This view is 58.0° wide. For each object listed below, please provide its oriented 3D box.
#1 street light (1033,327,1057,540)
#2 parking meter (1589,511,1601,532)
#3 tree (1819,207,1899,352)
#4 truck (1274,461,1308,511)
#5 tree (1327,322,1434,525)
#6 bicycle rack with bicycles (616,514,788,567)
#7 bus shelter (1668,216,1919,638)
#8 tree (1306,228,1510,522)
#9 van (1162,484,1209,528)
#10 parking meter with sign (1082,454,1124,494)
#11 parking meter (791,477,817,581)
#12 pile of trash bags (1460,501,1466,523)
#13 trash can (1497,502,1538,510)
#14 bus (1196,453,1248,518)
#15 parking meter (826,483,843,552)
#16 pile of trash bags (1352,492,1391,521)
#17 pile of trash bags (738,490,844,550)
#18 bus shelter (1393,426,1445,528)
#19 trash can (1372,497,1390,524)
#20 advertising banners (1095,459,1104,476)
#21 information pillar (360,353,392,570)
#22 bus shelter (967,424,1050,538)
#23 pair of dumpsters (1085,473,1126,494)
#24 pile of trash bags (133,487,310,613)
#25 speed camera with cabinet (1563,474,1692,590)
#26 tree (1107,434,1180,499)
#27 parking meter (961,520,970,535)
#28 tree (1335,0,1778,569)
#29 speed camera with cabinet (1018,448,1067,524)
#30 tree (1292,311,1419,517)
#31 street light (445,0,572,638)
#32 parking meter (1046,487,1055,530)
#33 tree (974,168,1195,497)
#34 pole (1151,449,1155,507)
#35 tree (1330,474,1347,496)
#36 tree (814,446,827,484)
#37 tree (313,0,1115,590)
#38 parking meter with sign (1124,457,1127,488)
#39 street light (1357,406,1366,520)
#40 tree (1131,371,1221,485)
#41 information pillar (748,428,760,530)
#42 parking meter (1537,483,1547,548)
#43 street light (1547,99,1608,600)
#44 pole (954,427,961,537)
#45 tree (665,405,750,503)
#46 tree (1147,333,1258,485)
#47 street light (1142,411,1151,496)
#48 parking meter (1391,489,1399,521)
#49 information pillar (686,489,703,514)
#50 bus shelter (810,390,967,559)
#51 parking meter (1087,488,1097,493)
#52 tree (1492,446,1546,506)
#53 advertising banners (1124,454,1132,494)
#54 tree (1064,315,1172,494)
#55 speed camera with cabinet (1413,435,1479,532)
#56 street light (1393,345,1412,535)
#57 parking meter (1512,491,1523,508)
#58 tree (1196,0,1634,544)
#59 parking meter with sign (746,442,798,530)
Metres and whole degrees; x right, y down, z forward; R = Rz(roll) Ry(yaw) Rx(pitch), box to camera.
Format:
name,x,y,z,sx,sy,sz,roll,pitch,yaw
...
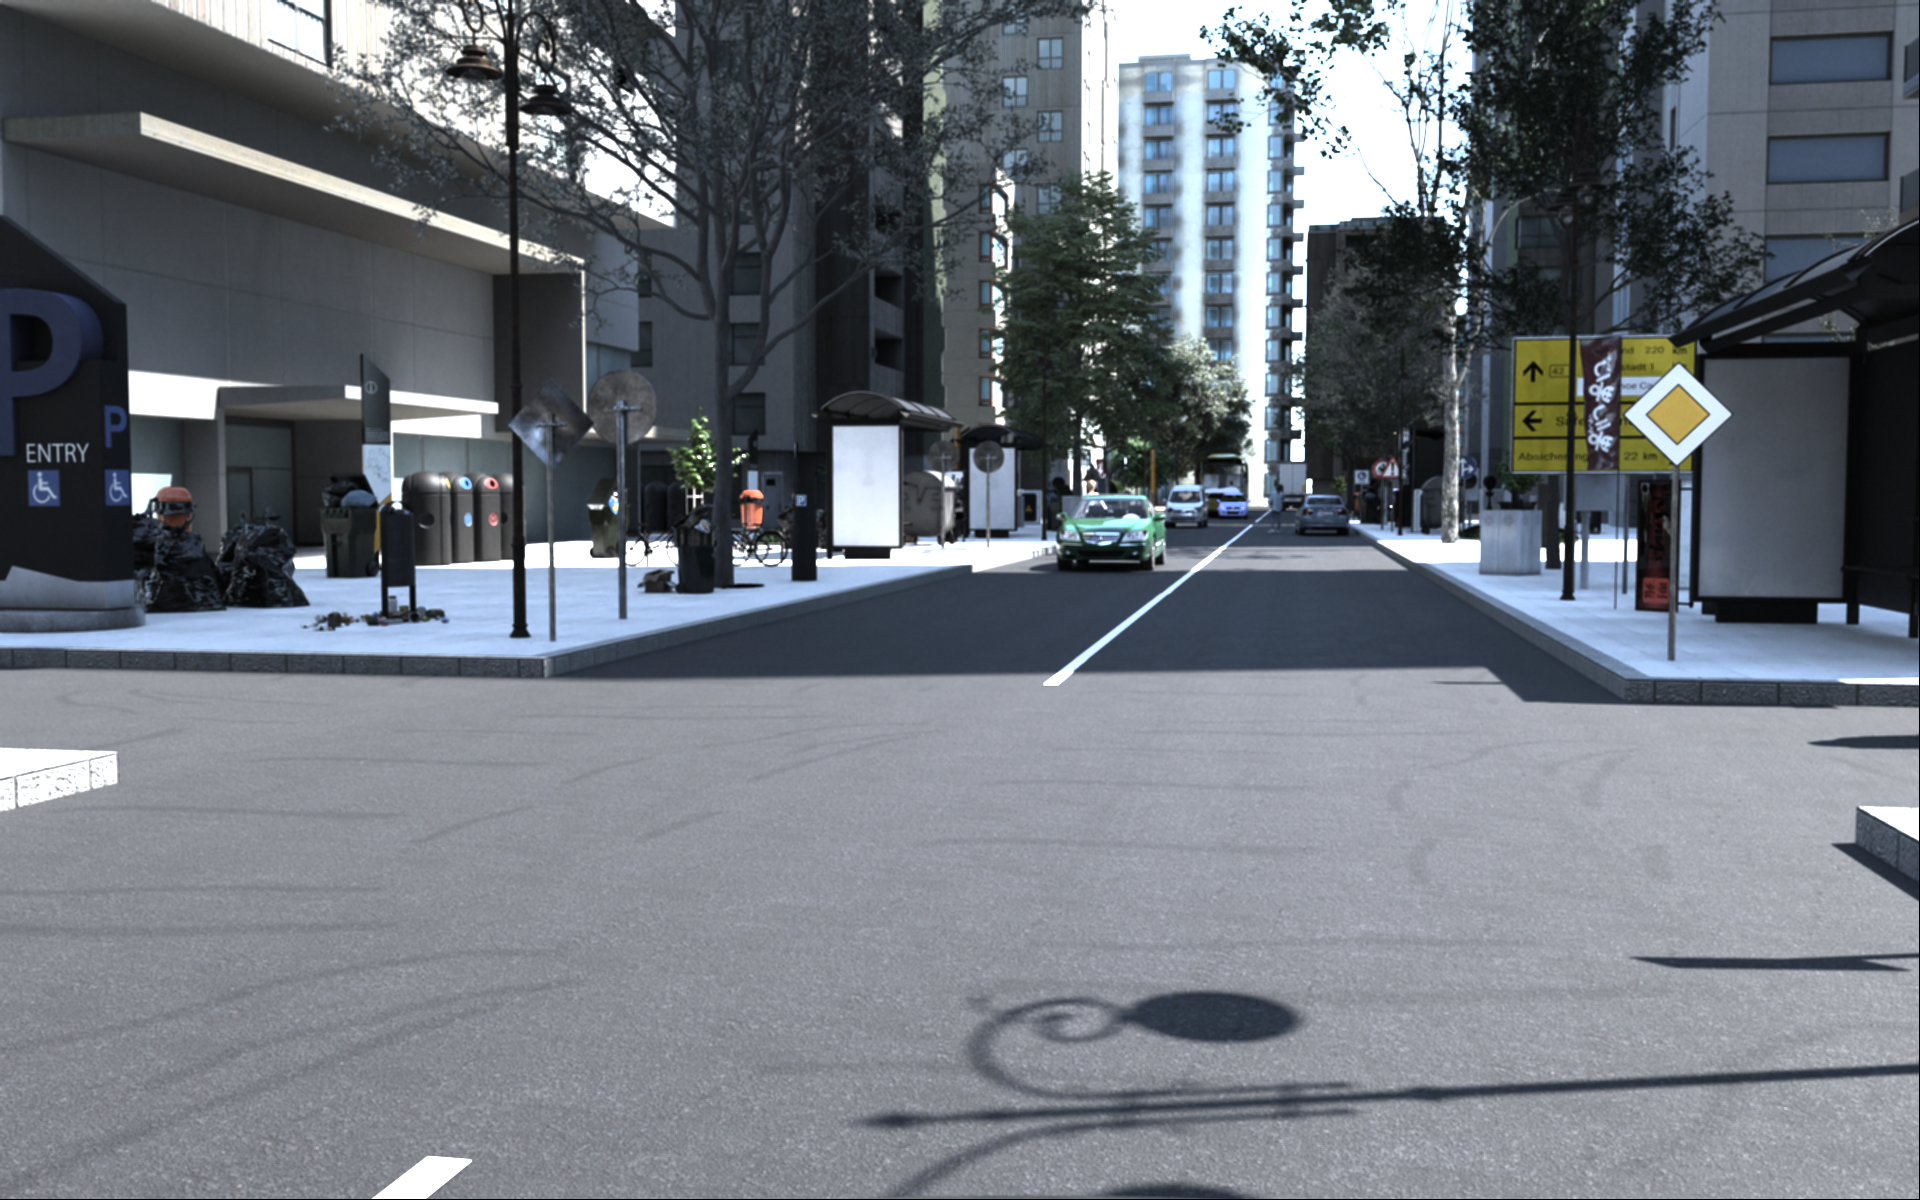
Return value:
name,x,y,z,sx,sy,sz,roll,pitch,yaw
street light,2.351,-4.611,48.172,0.468,5.910,1.993,1,4,11
parking meter,21.053,-2.996,57.390,0.372,1.533,0.369,0,3,0
tree,23.928,-5.746,44.306,4.360,8.622,3.978,0,3,0
truck,28.879,-9.911,150.960,2.839,4.237,11.283,1,4,10
tree,17.334,-7.394,71.256,4.360,8.622,3.978,0,3,0
bicycle rack with bicycles,-4.342,-1.091,31.218,2.925,0.926,2.852,2,4,25
bus shelter,7.626,-1.269,14.676,2.014,3.302,5.546,1,4,11
tree,19.501,-10.294,78.671,12.009,13.543,11.850,0,3,0
van,9.753,-4.130,74.535,2.013,2.044,4.112,1,4,12
parking meter with sign,6.143,-4.817,75.018,1.738,3.016,0.543,-2,4,-34
parking meter,-2.309,-1.053,25.632,0.372,1.533,0.369,0,3,0
pile of trash bags,21.768,-4.155,77.692,1.912,1.369,3.447,0,4,-3
trash can,10.424,-1.270,32.412,0.748,1.137,0.748,0,3,0
bus,16.614,-7.154,108.518,2.896,3.916,12.252,1,4,11
parking meter,-2.794,-1.846,38.595,0.372,1.533,0.369,0,3,0
pile of trash bags,19.949,-4.486,83.098,1.912,1.369,3.447,-2,4,-23
pile of trash bags,-3.799,-1.924,41.213,3.447,1.369,1.912,2,4,27
bus shelter,16.655,-4.350,62.404,1.731,3.624,6.357,1,4,11
trash can,17.913,-3.796,73.710,0.748,1.137,0.748,0,3,0
advertising banners,7.527,-5.435,85.046,2.074,3.025,0.090,3,4,36
information pillar,-9.790,-2.305,29.040,0.183,3.616,0.504,3,5,45
bus shelter,1.357,-3.599,52.774,2.014,3.302,5.546,1,4,11
pair of dumpsters,6.568,-4.647,78.469,1.574,2.255,4.437,1,4,11
pile of trash bags,-8.999,-0.650,20.387,1.912,1.369,3.447,-2,4,-35
speed camera with cabinet,9.251,-1.774,23.337,2.038,3.252,0.660,0,4,5
tree,10.371,-6.797,94.843,4.285,4.588,4.351,0,3,0
parking meter,0.133,-2.845,54.924,0.372,1.533,0.369,0,3,0
tree,9.850,-5.806,29.337,7.601,10.594,8.767,-1,4,-16
speed camera with cabinet,3.495,-4.825,73.220,2.038,3.252,0.660,0,4,7
tree,22.409,-10.539,98.069,9.928,11.665,9.643,0,3,0
street light,-3.945,-2.603,15.355,0.468,5.910,1.993,1,4,11
parking meter,3.243,-3.236,61.325,0.372,1.533,0.369,0,3,0
tree,4.287,-8.701,60.396,7.486,12.596,7.792,0,3,0
pole,8.787,-5.202,78.892,0.158,3.312,0.155,0,3,0
tree,35.724,-10.260,162.359,1.663,3.219,1.824,0,3,0
tree,-3.818,-3.920,58.699,1.663,3.219,1.824,0,3,0
tree,-3.142,-6.918,23.479,12.009,13.543,11.850,0,3,0
parking meter with sign,7.003,-5.265,82.348,1.738,3.016,0.543,1,4,15
street light,20.008,-6.963,86.633,0.468,5.910,1.993,1,4,11
tree,15.083,-11.446,121.555,7.601,10.594,8.767,1,4,21
information pillar,-7.353,-4.293,61.551,0.183,3.616,0.504,2,4,31
parking meter,13.842,-1.991,40.966,0.372,1.533,0.369,0,3,0
street light,7.365,-2.938,20.816,0.468,5.910,1.993,1,4,11
pole,-0.073,-3.526,51.492,0.158,3.312,0.155,0,3,0
tree,-5.715,-2.648,37.897,1.663,3.219,1.824,0,3,0
tree,18.777,-14.029,136.034,9.857,13.997,8.962,0,3,0
street light,8.659,-6.618,80.987,0.468,5.910,1.993,1,4,11
parking meter,20.093,-4.374,79.919,0.372,1.533,0.369,0,3,0
information pillar,-6.808,-2.442,44.422,0.304,2.012,0.304,3,5,39
bus shelter,-1.413,-2.605,36.513,2.014,3.302,5.546,1,4,11
parking meter,5.071,-3.550,66.445,0.372,1.533,0.369,0,3,0
tree,20.775,-4.267,64.365,1.663,3.219,1.824,0,3,0
advertising banners,7.145,-4.765,74.094,0.090,3.025,2.074,1,4,10
tree,6.052,-7.237,68.694,4.737,8.622,4.395,0,3,0
speed camera with cabinet,16.278,-3.893,57.991,2.038,3.252,0.660,0,4,4
street light,13.719,-4.956,53.815,0.468,5.910,1.993,1,4,11
parking meter,19.133,-3.124,59.485,0.372,1.533,0.369,0,3,0
tree,11.261,-11.489,43.728,12.611,20.169,13.585,0,3,0
parking meter with sign,-6.321,-3.793,58.274,1.738,3.016,0.543,-1,4,-9
